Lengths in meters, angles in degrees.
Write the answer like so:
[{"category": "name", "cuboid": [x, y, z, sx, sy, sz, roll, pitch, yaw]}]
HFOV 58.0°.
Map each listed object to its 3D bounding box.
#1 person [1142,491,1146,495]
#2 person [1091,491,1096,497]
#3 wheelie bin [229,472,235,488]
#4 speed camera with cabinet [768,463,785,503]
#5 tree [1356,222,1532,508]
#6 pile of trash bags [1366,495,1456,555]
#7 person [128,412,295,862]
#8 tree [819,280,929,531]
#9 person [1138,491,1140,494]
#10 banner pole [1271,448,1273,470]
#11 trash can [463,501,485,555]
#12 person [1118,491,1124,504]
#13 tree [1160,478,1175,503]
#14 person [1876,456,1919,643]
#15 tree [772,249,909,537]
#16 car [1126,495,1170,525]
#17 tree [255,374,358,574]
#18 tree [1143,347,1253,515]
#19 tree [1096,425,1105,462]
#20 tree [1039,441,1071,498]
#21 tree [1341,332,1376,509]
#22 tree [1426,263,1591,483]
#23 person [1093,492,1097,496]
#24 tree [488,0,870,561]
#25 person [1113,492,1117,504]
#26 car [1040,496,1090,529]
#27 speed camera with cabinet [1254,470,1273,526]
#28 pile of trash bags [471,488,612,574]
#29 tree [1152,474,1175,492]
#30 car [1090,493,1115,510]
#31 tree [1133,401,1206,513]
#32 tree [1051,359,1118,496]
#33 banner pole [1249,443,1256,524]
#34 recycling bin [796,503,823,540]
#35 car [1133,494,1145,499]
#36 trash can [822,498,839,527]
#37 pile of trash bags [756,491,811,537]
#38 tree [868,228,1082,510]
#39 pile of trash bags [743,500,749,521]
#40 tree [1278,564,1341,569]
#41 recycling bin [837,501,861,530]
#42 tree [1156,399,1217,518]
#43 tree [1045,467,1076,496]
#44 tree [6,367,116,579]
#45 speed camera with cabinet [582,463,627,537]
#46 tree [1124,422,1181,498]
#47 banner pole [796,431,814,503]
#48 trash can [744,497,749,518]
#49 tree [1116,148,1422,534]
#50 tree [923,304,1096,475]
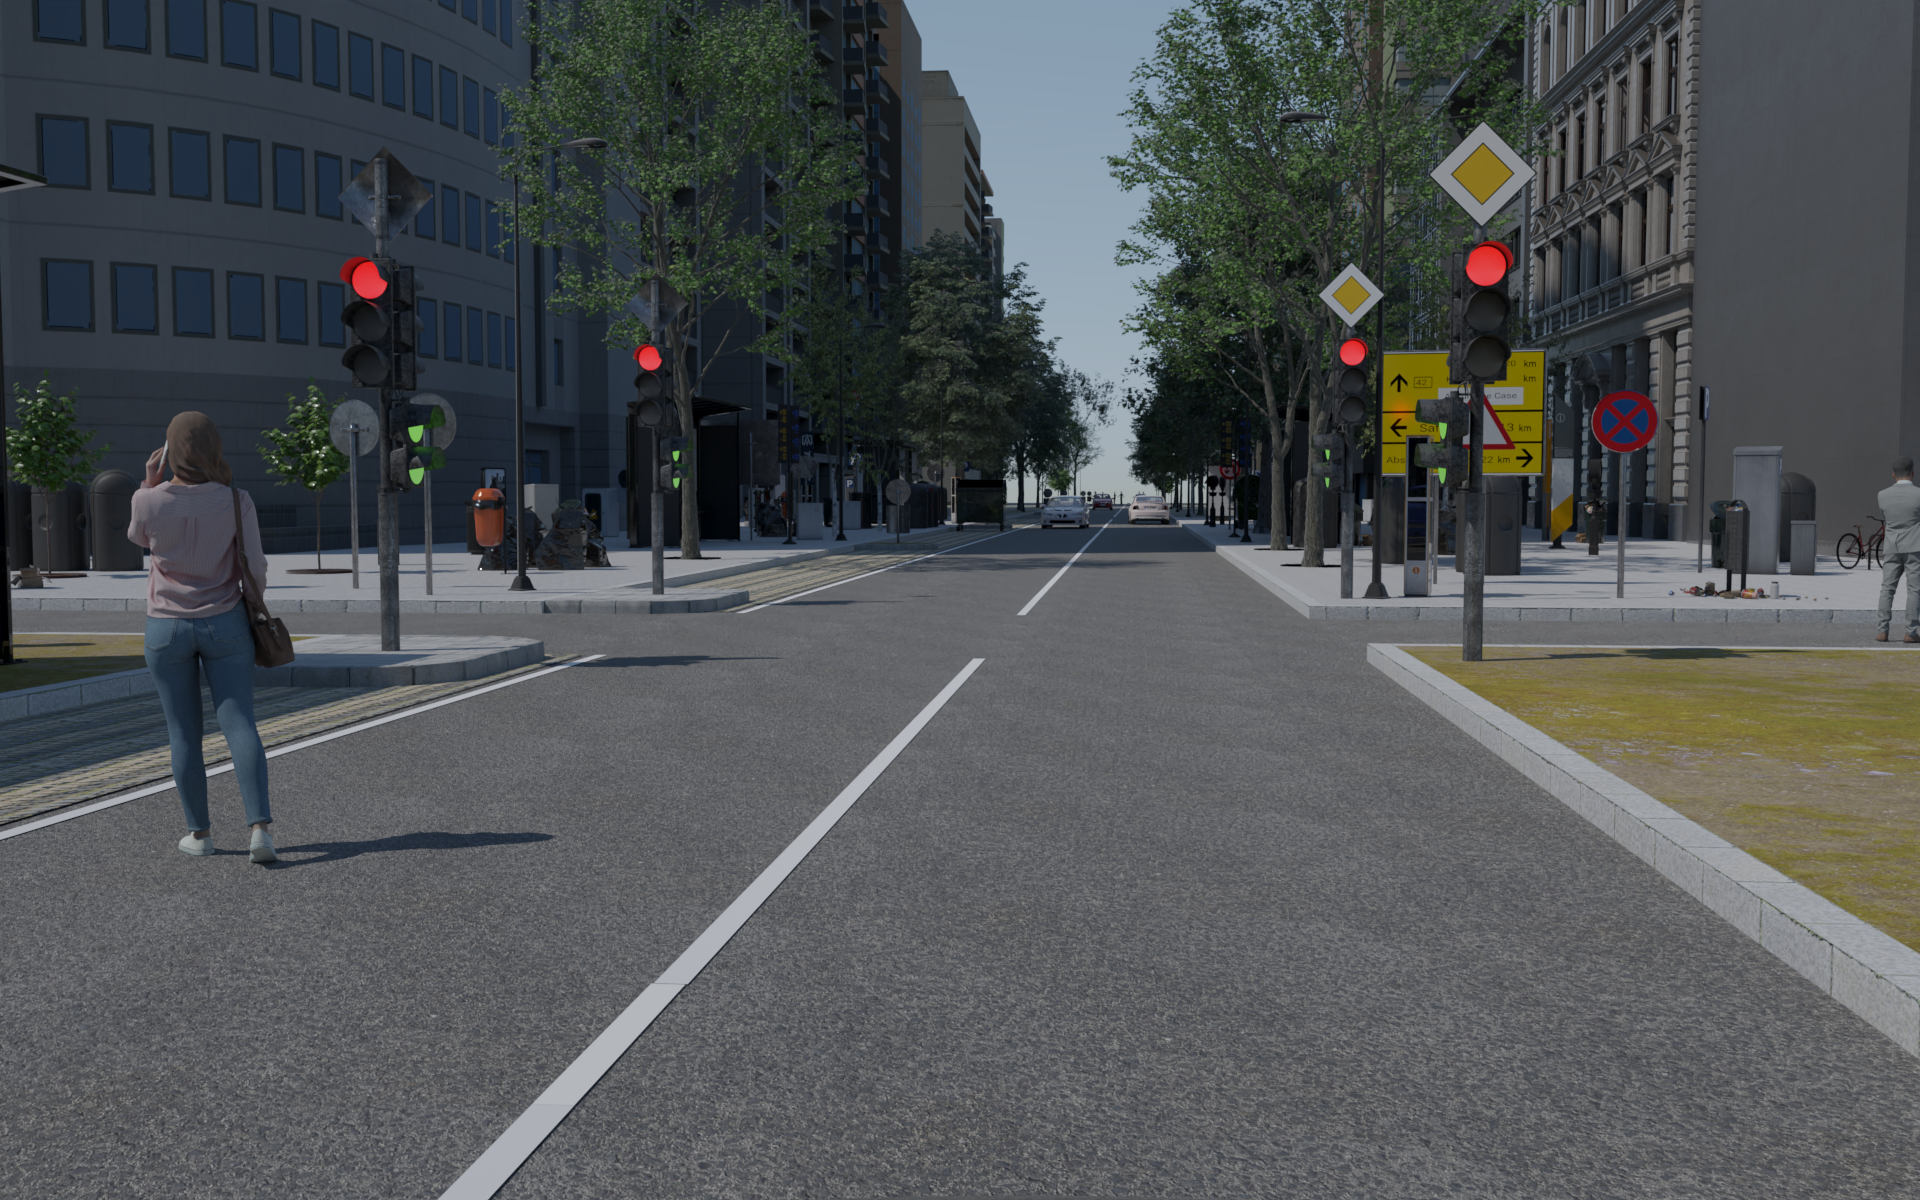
[{"category": "person", "cuboid": [25.179, -14.022, 237.891, 1.348, 1.807, 0.705, -1, 4, -9]}, {"category": "person", "cuboid": [15.924, -12.031, 205.741, 0.750, 1.759, 0.617, 0, 4, -1]}, {"category": "wheelie bin", "cuboid": [-10.219, -0.953, 23.490, 0.980, 1.594, 0.693, -2, 4, -33]}, {"category": "speed camera with cabinet", "cuboid": [-8.925, -5.293, 80.882, 0.660, 3.252, 2.038, -3, 4, -37]}, {"category": "tree", "cuboid": [13.074, -5.870, 46.341, 4.737, 8.622, 4.395, 0, 3, 0]}, {"category": "pile of trash bags", "cuboid": [9.879, -1.706, 37.649, 1.912, 1.369, 3.447, 0, 4, 6]}, {"category": "person", "cuboid": [-2.914, 0.142, 6.770, 0.593, 1.750, 0.643, -2, 4, -25]}, {"category": "tree", "cuboid": [-2.790, -6.659, 59.240, 4.360, 8.622, 3.978, 0, 3, 0]}, {"category": "person", "cuboid": [23.881, -13.596, 230.878, 1.350, 1.814, 0.705, 0, 4, 1]}, {"category": "banner pole", "cuboid": [14.553, -5.580, 81.249, 0.863, 3.779, 0.401, -1, 4, -8]}, {"category": "trash can", "cuboid": [-10.137, -1.532, 36.696, 0.748, 1.137, 0.748, 0, 3, 0]}, {"category": "person", "cuboid": [22.302, -14.139, 239.755, 0.705, 1.814, 1.350, -2, 4, -34]}, {"category": "tree", "cuboid": [29.214, -15.520, 248.353, 1.663, 3.219, 1.824, 0, 3, 0]}, {"category": "person", "cuboid": [9.173, -0.495, 16.780, 0.511, 1.800, 0.466, 3, 4, 36]}, {"category": "tree", "cuboid": [-3.718, -6.205, 51.810, 4.737, 8.622, 4.395, 0, 3, 0]}, {"category": "car", "cuboid": [8.963, -4.277, 82.293, 2.083, 1.381, 4.827, 0, 4, 4]}, {"category": "tree", "cuboid": [-10.544, -2.045, 28.032, 1.663, 3.219, 1.824, 0, 3, 0]}, {"category": "tree", "cuboid": [15.043, -11.421, 104.852, 7.486, 12.596, 7.792, 0, 3, 0]}, {"category": "tree", "cuboid": [13.602, -19.135, 223.232, 12.009, 13.543, 11.850, 0, 3, 0]}, {"category": "tree", "cuboid": [8.605, -13.546, 171.844, 4.360, 8.622, 3.978, 0, 3, 0]}, {"category": "tree", "cuboid": [14.386, -7.029, 65.284, 4.360, 8.622, 3.978, 0, 3, 0]}, {"category": "tree", "cuboid": [17.002, -6.315, 53.616, 4.360, 8.622, 3.978, 0, 3, 0]}, {"category": "person", "cuboid": [18.738, -13.986, 237.990, 1.217, 1.723, 0.721, -2, 4, -29]}, {"category": "tree", "cuboid": [-5.449, -6.601, 33.688, 9.928, 11.665, 9.643, 0, 3, 0]}, {"category": "person", "cuboid": [22.233, -14.572, 247.277, 0.750, 1.759, 0.617, 3, 5, 40]}, {"category": "car", "cuboid": [4.480, -3.727, 73.302, 2.083, 1.381, 4.827, 0, 4, 7]}, {"category": "speed camera with cabinet", "cuboid": [11.777, -4.406, 66.369, 0.660, 3.252, 2.038, 1, 4, 22]}, {"category": "pile of trash bags", "cuboid": [-7.274, -1.189, 29.191, 1.912, 1.369, 3.447, 1, 4, 10]}, {"category": "tree", "cuboid": [28.329, -15.733, 240.951, 4.285, 4.588, 4.351, 0, 3, 0]}, {"category": "car", "cuboid": [12.698, -8.892, 154.425, 2.155, 1.783, 4.494, 0, 4, 4]}, {"category": "tree", "cuboid": [17.425, -12.427, 137.596, 8.767, 10.594, 7.601, 2, 4, 29]}, {"category": "tree", "cuboid": [15.976, -23.532, 240.643, 12.611, 20.169, 13.585, 0, 3, 0]}, {"category": "banner pole", "cuboid": [12.450, -5.147, 74.165, 0.401, 3.779, 0.863, -2, 4, -33]}, {"category": "recycling bin", "cuboid": [-4.242, -2.217, 48.810, 0.722, 1.027, 0.722, -1, 4, -9]}, {"category": "car", "cuboid": [23.705, -13.357, 227.426, 2.155, 1.783, 4.494, 0, 4, 6]}, {"category": "trash can", "cuboid": [-4.980, -3.387, 67.038, 0.748, 1.137, 0.748, 0, 3, 0]}, {"category": "pile of trash bags", "cuboid": [-5.302, -2.650, 53.086, 1.912, 1.369, 3.447, 0, 4, -7]}, {"category": "tree", "cuboid": [0.033, -10.761, 82.591, 9.857, 13.997, 8.962, 0, 3, 0]}, {"category": "pile of trash bags", "cuboid": [-9.099, -4.064, 76.199, 3.447, 1.369, 1.912, 1, 4, 20]}, {"category": "tree", "cuboid": [6.390, -6.382, 30.104, 9.928, 11.665, 9.643, 0, 3, 0]}, {"category": "recycling bin", "cuboid": [-4.044, -3.038, 62.227, 0.722, 1.027, 0.722, -2, 4, -33]}, {"category": "tree", "cuboid": [12.717, -8.723, 92.981, 4.360, 8.622, 3.978, 0, 3, 0]}, {"category": "tree", "cuboid": [11.133, -12.724, 191.755, 4.285, 4.588, 4.351, 0, 3, 0]}, {"category": "tree", "cuboid": [-13.887, -1.958, 26.620, 1.663, 3.219, 1.824, 0, 3, 0]}, {"category": "speed camera with cabinet", "cuboid": [-10.304, -3.497, 51.515, 2.038, 3.252, 0.660, 2, 4, 30]}, {"category": "tree", "cuboid": [25.260, -18.913, 215.877, 9.857, 13.997, 8.962, 0, 3, 0]}, {"category": "banner pole", "cuboid": [-5.496, -4.321, 60.664, 0.863, 3.779, 0.401, 1, 4, 11]}, {"category": "trash can", "cuboid": [-10.908, -4.798, 90.096, 0.748, 1.137, 0.748, 0, 3, 0]}, {"category": "tree", "cuboid": [9.977, -8.510, 56.153, 9.611, 12.733, 9.660, 0, 3, 0]}, {"category": "tree", "cuboid": [2.110, -12.282, 111.177, 12.009, 13.543, 11.850, 0, 3, 0]}]
